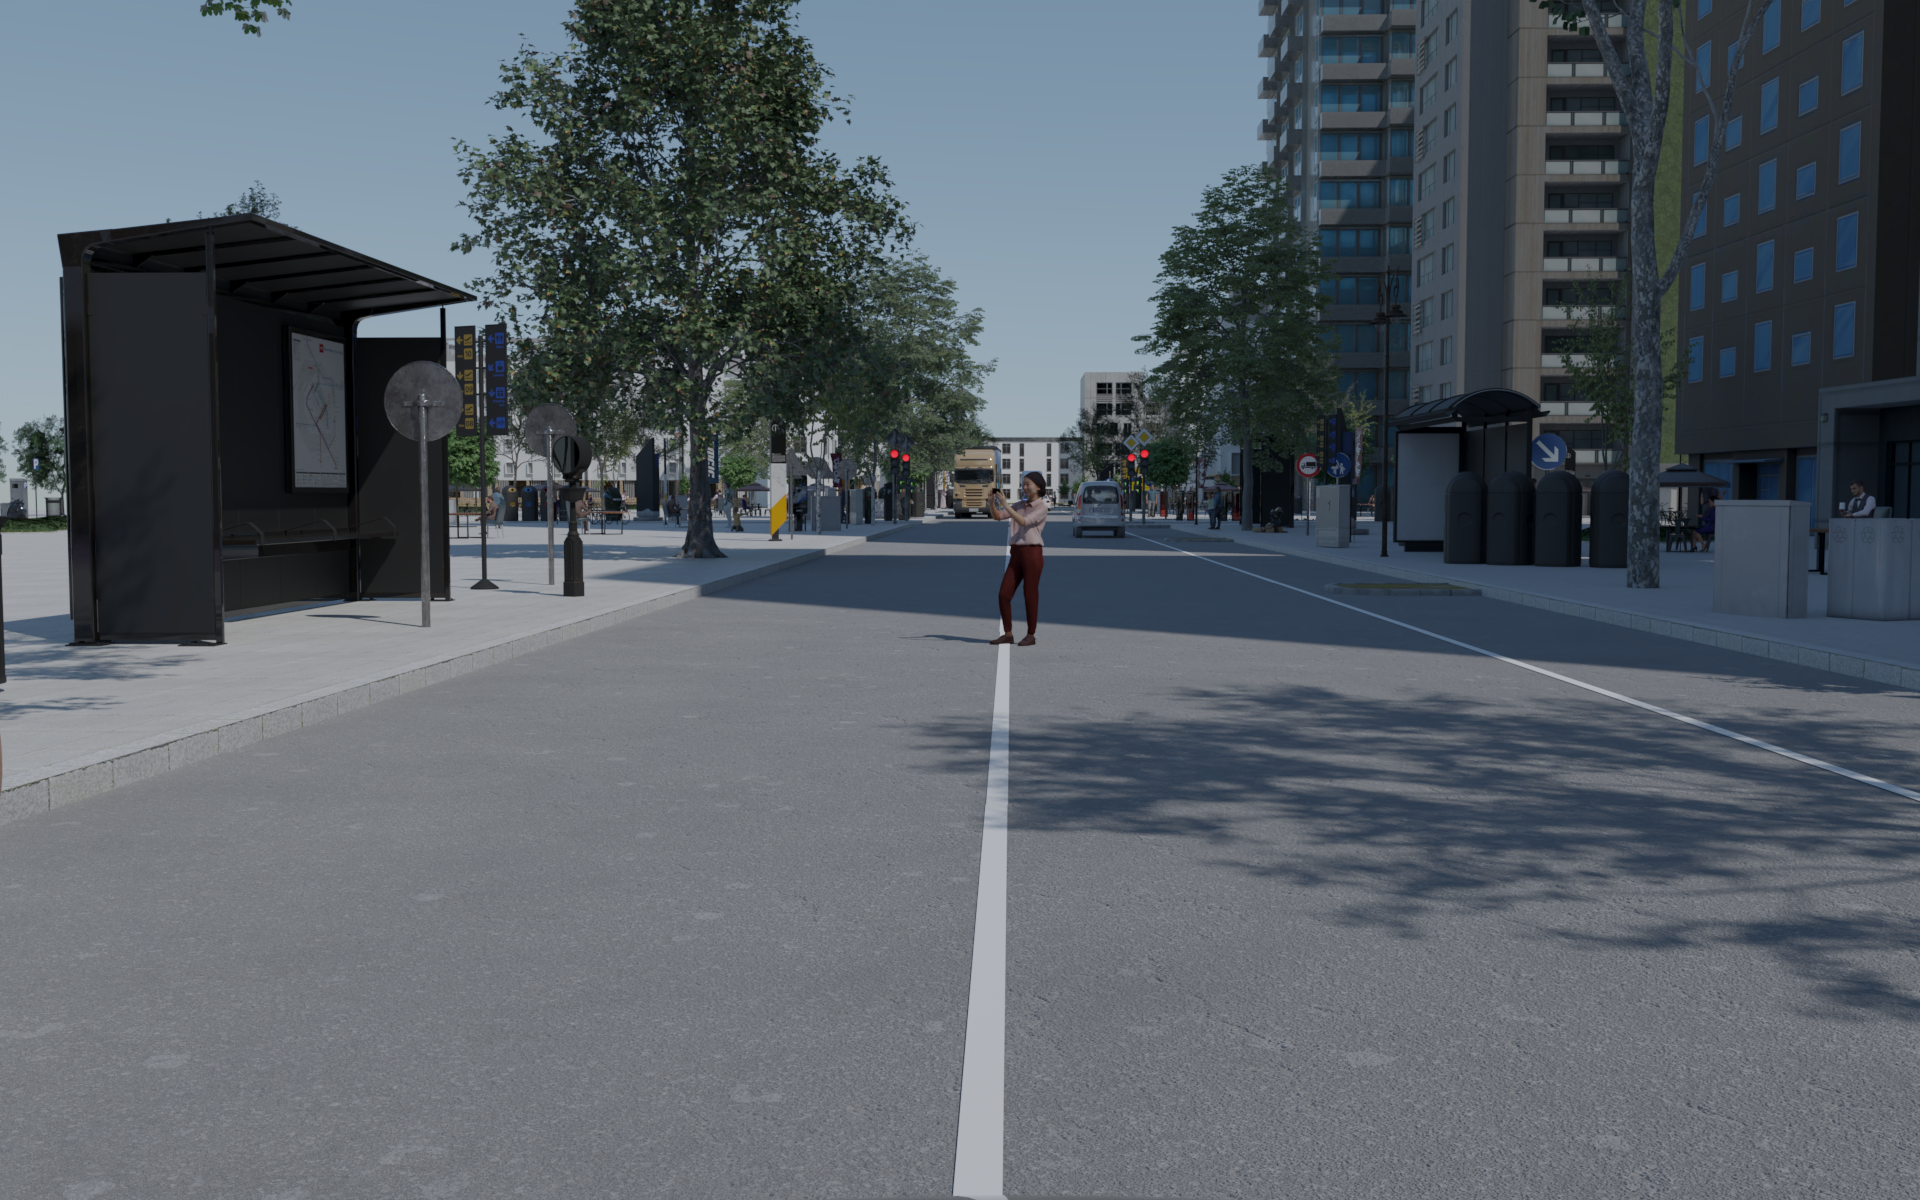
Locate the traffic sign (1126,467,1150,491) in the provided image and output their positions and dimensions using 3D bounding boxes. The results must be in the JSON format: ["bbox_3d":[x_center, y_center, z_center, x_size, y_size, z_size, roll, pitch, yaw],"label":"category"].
[{"bbox_3d":[13.668,-8.473,132.401,2.265,3.308,0.079,0,4,6],"label":"traffic sign"}]

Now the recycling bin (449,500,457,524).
[{"bbox_3d":[-22.227,-3.819,74.988,0.722,1.027,0.722,0,4,-4],"label":"recycling bin"}]

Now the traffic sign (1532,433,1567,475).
[{"bbox_3d":[12.323,-2.219,36.380,0.768,2.556,0.104,1,4,10],"label":"traffic sign"}]

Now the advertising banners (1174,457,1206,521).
[{"bbox_3d":[11.025,-5.300,82.838,0.090,3.025,2.074,-3,4,-37],"label":"advertising banners"}]

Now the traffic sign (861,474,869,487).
[{"bbox_3d":[-5.757,-6.529,106.860,0.768,2.556,0.104,0,4,5],"label":"traffic sign"}]

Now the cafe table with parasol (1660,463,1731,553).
[{"bbox_3d":[15.989,-2.050,38.387,2.610,1.966,2.610,0,4,-7],"label":"cafe table with parasol"}]

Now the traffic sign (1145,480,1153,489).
[{"bbox_3d":[13.235,-7.367,120.555,0.768,2.556,0.104,0,4,4],"label":"traffic sign"}]

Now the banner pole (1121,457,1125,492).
[{"bbox_3d":[10.991,-7.765,116.968,0.401,3.779,0.863,2,4,25],"label":"banner pole"}]

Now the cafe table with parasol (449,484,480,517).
[{"bbox_3d":[-28.508,-5.740,98.707,2.610,1.966,2.610,-2,4,-24],"label":"cafe table with parasol"}]

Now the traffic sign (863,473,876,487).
[{"bbox_3d":[-5.156,-6.047,98.969,0.768,2.556,0.104,1,4,10],"label":"traffic sign"}]

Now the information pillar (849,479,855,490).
[{"bbox_3d":[-5.184,-4.812,83.167,0.304,2.012,0.304,0,4,0],"label":"information pillar"}]

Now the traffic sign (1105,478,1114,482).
[{"bbox_3d":[11.850,-8.409,137.597,0.768,2.556,0.104,0,4,3],"label":"traffic sign"}]

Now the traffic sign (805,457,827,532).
[{"bbox_3d":[-4.907,-3.612,59.158,0.768,2.556,0.104,0,4,7],"label":"traffic sign"}]

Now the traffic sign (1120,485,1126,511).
[{"bbox_3d":[12.473,-7.985,130.550,0.884,2.594,0.081,0,4,7],"label":"traffic sign"}]

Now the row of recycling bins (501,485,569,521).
[{"bbox_3d":[-19.993,-4.590,82.152,3.534,1.692,1.069,0,4,-3],"label":"row of recycling bins"}]

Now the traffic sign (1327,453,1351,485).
[{"bbox_3d":[11.609,-3.249,53.233,0.768,2.556,0.104,1,4,11],"label":"traffic sign"}]

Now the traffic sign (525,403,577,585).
[{"bbox_3d":[-5.761,-1.483,24.354,0.768,2.556,0.104,1,4,10],"label":"traffic sign"}]

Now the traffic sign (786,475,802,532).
[{"bbox_3d":[-5.823,-3.609,59.005,0.884,2.594,0.081,0,4,3],"label":"traffic sign"}]

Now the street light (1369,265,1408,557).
[{"bbox_3d":[8.670,-3.818,35.211,0.468,5.910,1.993,0,4,2],"label":"street light"}]

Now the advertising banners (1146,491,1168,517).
[{"bbox_3d":[11.442,-6.184,97.302,2.074,3.025,0.090,2,4,29],"label":"advertising banners"}]

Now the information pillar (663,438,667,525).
[{"bbox_3d":[-12.276,-4.941,72.137,0.183,3.616,0.504,-1,4,-12],"label":"information pillar"}]

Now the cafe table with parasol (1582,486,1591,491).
[{"bbox_3d":[30.266,-5.004,86.675,2.610,1.966,2.610,2,4,27],"label":"cafe table with parasol"}]

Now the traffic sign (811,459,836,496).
[{"bbox_3d":[-4.806,-3.726,60.920,0.884,2.594,0.081,0,4,4],"label":"traffic sign"}]

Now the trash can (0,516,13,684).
[{"bbox_3d":[-6.474,0.034,11.097,0.748,1.137,0.748,0,3,0],"label":"trash can"}]

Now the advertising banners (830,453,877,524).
[{"bbox_3d":[-4.551,-4.758,73.980,2.074,3.025,0.090,-1,4,-19],"label":"advertising banners"}]

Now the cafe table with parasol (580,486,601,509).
[{"bbox_3d":[-31.847,-8.693,146.999,2.610,1.966,2.610,0,4,5],"label":"cafe table with parasol"}]

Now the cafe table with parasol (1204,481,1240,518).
[{"bbox_3d":[14.114,-5.421,93.495,2.610,1.966,2.610,-2,4,-26],"label":"cafe table with parasol"}]

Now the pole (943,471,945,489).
[{"bbox_3d":[-1.391,-9.647,151.574,0.158,3.312,0.155,0,3,0],"label":"pole"}]

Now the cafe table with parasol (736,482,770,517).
[{"bbox_3d":[-11.690,-5.766,99.142,2.610,1.966,2.610,-2,4,-31],"label":"cafe table with parasol"}]

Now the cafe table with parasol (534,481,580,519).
[{"bbox_3d":[-20.694,-5.049,87.416,2.610,1.966,2.610,-1,4,-14],"label":"cafe table with parasol"}]

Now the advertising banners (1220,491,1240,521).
[{"bbox_3d":[13.064,-5.258,82.148,2.074,3.025,0.090,-2,4,-33],"label":"advertising banners"}]

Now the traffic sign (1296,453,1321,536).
[{"bbox_3d":[10.745,-3.262,53.441,0.768,2.556,0.104,1,4,11],"label":"traffic sign"}]

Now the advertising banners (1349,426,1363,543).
[{"bbox_3d":[10.239,-3.030,45.729,0.090,3.025,2.074,0,4,-7],"label":"advertising banners"}]

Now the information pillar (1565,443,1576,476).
[{"bbox_3d":[28.223,-5.433,80.188,0.504,3.616,0.183,1,4,14],"label":"information pillar"}]

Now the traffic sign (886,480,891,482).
[{"bbox_3d":[-4.156,-6.451,105.572,0.768,2.556,0.104,1,4,11],"label":"traffic sign"}]

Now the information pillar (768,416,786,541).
[{"bbox_3d":[-4.958,-3.407,47.067,0.504,3.616,0.183,-3,4,-37],"label":"information pillar"}]

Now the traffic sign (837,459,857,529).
[{"bbox_3d":[-4.167,-3.891,63.724,0.768,2.556,0.104,0,4,7],"label":"traffic sign"}]

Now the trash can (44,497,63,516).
[{"bbox_3d":[-39.488,-3.902,75.456,0.748,1.137,0.748,0,3,0],"label":"trash can"}]

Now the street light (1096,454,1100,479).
[{"bbox_3d":[12.364,-11.216,156.164,0.468,5.910,1.993,0,4,2],"label":"street light"}]

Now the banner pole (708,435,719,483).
[{"bbox_3d":[-7.320,-3.655,49.780,0.863,3.779,0.401,-1,4,-20],"label":"banner pole"}]

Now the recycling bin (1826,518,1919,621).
[{"bbox_3d":[9.497,-0.325,17.872,0.722,1.027,0.722,-1,4,-20],"label":"recycling bin"}]

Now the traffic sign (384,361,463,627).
[{"bbox_3d":[-5.144,-1.009,16.611,0.768,2.556,0.104,0,4,3],"label":"traffic sign"}]

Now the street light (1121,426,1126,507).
[{"bbox_3d":[11.253,-8.915,118.552,0.468,5.910,1.993,0,4,2],"label":"street light"}]

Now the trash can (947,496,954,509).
[{"bbox_3d":[-0.858,-8.665,153.330,0.748,1.137,0.748,0,3,0],"label":"trash can"}]

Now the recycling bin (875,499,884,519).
[{"bbox_3d":[-4.329,-4.753,90.264,0.722,1.027,0.722,0,4,-8],"label":"recycling bin"}]

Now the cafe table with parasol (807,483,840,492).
[{"bbox_3d":[-8.374,-5.915,101.577,2.610,1.966,2.610,0,4,5],"label":"cafe table with parasol"}]

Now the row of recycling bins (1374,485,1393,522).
[{"bbox_3d":[20.616,-4.568,81.808,1.069,1.692,3.534,3,4,38],"label":"row of recycling bins"}]

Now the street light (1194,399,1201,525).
[{"bbox_3d":[9.877,-6.082,72.228,0.468,5.910,1.993,0,4,2],"label":"street light"}]

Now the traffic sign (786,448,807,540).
[{"bbox_3d":[-4.719,-2.969,48.541,0.884,2.594,0.081,0,4,7],"label":"traffic sign"}]
